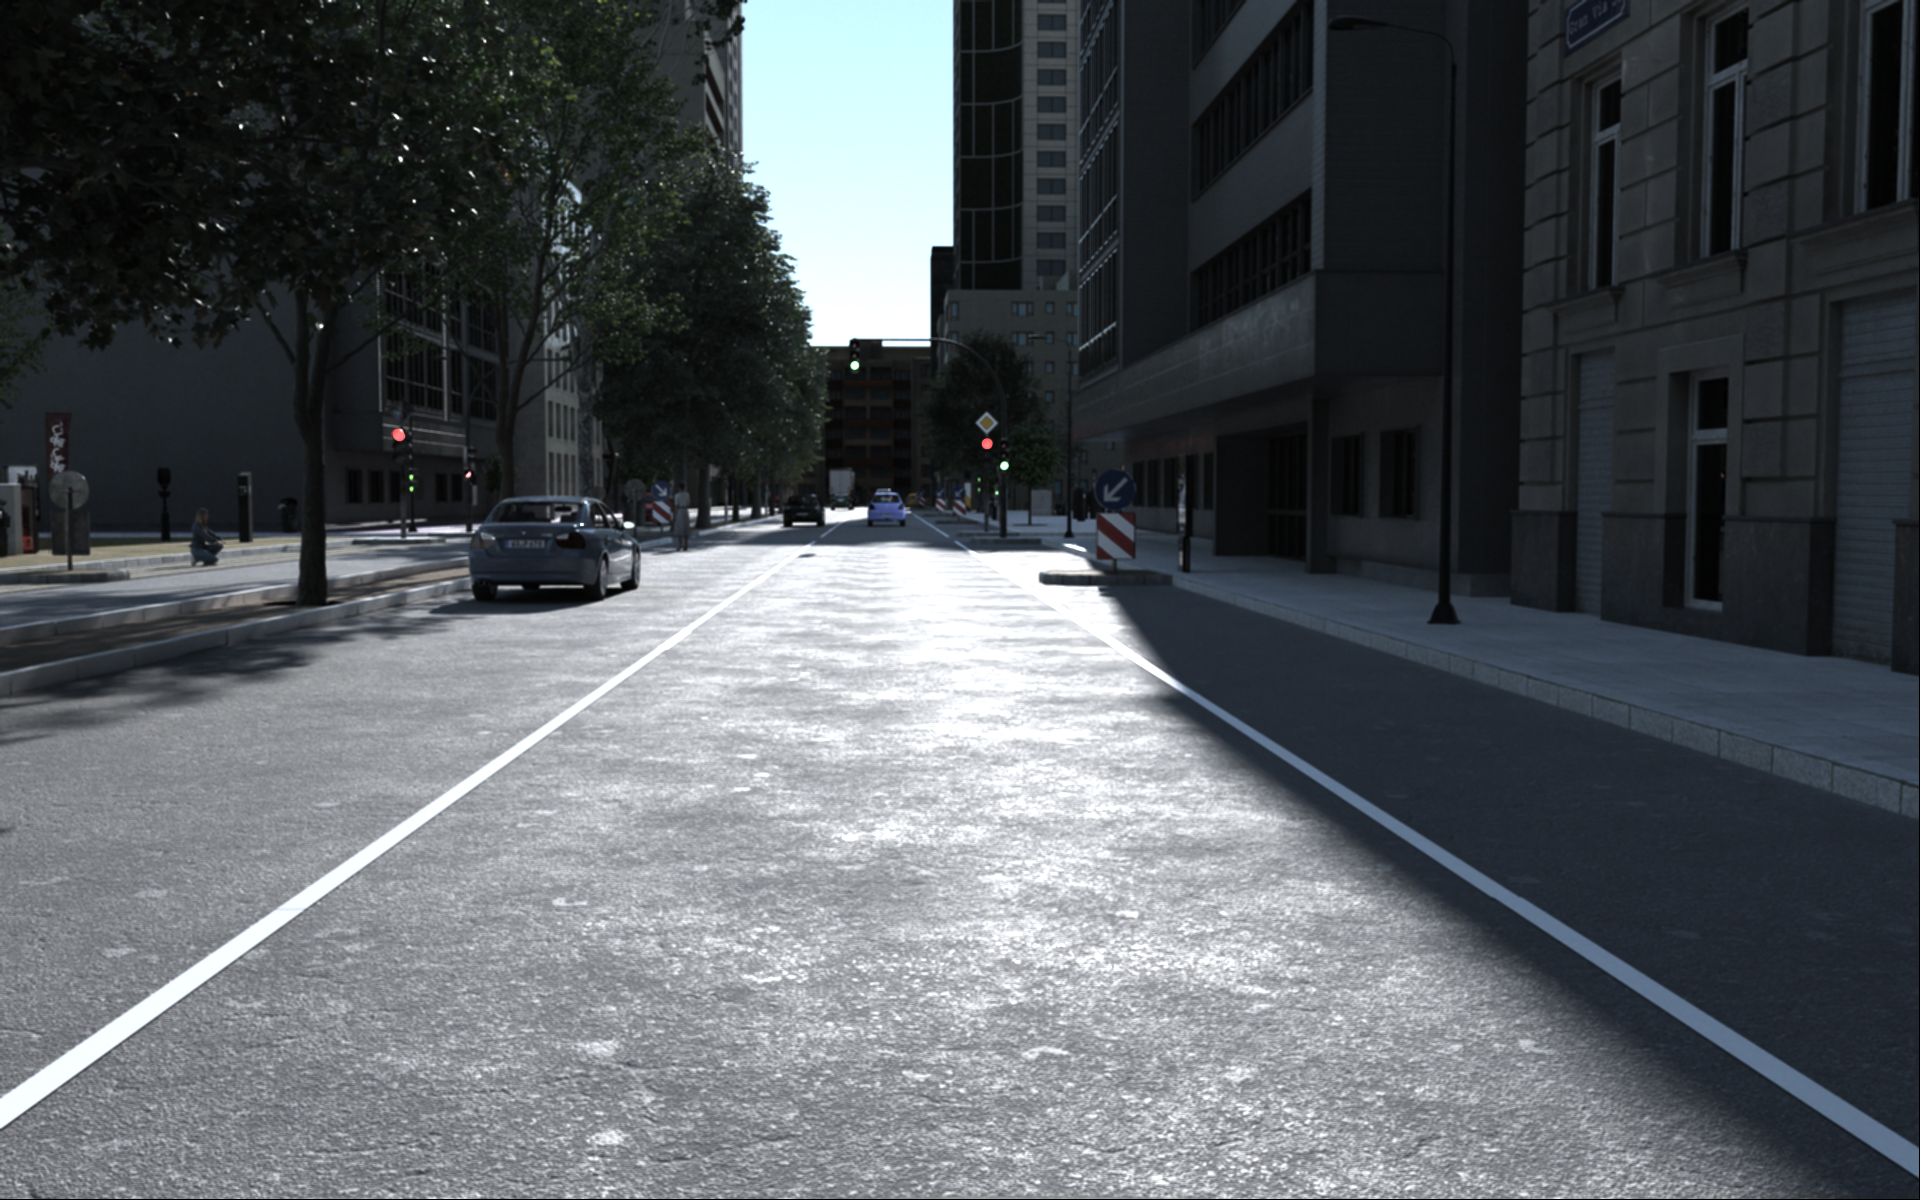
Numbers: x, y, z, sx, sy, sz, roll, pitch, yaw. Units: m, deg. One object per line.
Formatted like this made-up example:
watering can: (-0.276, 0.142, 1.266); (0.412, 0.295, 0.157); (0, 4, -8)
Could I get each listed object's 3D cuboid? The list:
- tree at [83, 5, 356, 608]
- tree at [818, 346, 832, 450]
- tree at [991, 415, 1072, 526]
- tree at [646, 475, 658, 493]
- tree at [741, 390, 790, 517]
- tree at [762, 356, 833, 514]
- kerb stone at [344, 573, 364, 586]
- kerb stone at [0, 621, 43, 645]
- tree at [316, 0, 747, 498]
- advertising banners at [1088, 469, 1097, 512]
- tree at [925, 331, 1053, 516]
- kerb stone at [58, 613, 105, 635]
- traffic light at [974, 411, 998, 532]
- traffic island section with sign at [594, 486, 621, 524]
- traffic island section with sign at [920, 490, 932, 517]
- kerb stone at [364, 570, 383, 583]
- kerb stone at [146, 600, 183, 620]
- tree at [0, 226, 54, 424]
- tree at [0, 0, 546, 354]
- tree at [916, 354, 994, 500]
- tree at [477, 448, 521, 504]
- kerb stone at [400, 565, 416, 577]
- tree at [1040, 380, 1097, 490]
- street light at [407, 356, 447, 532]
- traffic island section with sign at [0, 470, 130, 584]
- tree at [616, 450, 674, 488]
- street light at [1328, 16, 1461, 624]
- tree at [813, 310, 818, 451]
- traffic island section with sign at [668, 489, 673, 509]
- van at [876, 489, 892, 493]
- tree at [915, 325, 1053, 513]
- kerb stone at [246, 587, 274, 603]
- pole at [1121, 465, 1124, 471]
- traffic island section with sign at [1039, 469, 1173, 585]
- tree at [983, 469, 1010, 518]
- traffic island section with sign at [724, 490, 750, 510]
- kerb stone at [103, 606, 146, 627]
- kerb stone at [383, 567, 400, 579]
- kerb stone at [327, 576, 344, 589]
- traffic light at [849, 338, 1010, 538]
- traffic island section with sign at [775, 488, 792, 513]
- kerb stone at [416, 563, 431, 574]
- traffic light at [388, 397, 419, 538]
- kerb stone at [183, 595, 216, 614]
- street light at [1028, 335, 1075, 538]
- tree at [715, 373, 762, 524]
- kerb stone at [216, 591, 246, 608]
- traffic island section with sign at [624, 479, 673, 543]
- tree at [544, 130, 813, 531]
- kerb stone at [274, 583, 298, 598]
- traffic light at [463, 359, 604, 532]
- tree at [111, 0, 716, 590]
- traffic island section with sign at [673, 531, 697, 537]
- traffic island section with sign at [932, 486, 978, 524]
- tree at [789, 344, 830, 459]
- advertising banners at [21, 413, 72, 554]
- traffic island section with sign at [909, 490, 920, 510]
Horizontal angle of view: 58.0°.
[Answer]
tree: (-8.211, -5.724, 21.805); (9.928, 11.665, 9.643); (0, 3, 0)
tree: (-11.824, -11.674, 99.976); (9.857, 13.997, 8.962); (0, 3, 0)
tree: (2.930, -5.323, 70.748); (4.285, 4.588, 4.351); (0, 3, 0)
tree: (-21.982, -7.936, 124.355); (1.663, 3.219, 1.824); (0, 3, 0)
tree: (-12.070, -9.473, 107.699); (4.360, 8.622, 3.978); (0, 3, 0)
tree: (-12.885, -12.416, 123.579); (7.486, 12.596, 7.792); (0, 3, 0)
kerb stone: (-9.603, -0.300, 27.165); (0.120, 0.150, 1.000); (0, 4, -3)
kerb stone: (-9.152, 0.321, 16.943); (0.120, 0.150, 1.000); (0, 4, -3)
tree: (-10.526, -11.308, 43.234); (12.611, 20.169, 13.585); (0, 3, 0)
advertising banners: (9.066, -7.729, 122.551); (0.090, 3.025, 2.074); (-2, 4, -30)
tree: (1.525, -10.118, 99.838); (8.767, 10.594, 7.601); (2, 4, 31)
kerb stone: (-9.186, 0.263, 17.964); (0.120, 0.150, 1.000); (0, 4, -3)
traffic light: (0.887, -4.275, 58.823); (0.839, 4.253, 0.868); (0, 4, -3)
traffic island section with sign: (-17.273, -4.534, 82.755); (1.989, 1.847, 2.006); (0, 4, -3)
traffic island section with sign: (-1.385, -6.227, 110.441); (1.989, 1.847, 2.006); (0, 4, -3)
kerb stone: (-9.644, -0.367, 28.194); (0.120, 0.150, 1.000); (0, 4, -3)
kerb stone: (-9.278, 0.134, 20.014); (0.120, 0.150, 1.000); (0, 4, -3)
tree: (-25.657, -5.810, 45.363); (4.737, 8.622, 4.395); (0, 3, 0)
tree: (-8.141, -5.654, 11.915); (9.611, 12.733, 9.660); (0, 3, 0)
tree: (-0.150, -13.582, 140.186); (7.486, 12.596, 7.792); (0, 3, 0)
tree: (-19.080, -4.701, 71.460); (1.663, 3.219, 1.824); (0, 3, 0)
kerb stone: (-9.737, -0.492, 30.240); (0.120, 0.150, 1.000); (0, 4, -3)
tree: (7.035, -9.713, 109.168); (4.360, 8.622, 3.978); (0, 3, 0)
street light: (-17.931, -5.244, 58.288); (1.470, 5.913, 1.316); (0, 4, -3)
traffic island section with sign: (-14.831, -1.208, 28.377); (1.989, 1.847, 2.006); (0, 4, -3)
tree: (-23.009, -9.002, 130.896); (4.285, 4.588, 4.351); (0, 3, 0)
street light: (4.273, -2.721, 17.026); (1.470, 5.913, 1.316); (0, 4, -3)
tree: (-10.672, -9.936, 71.572); (9.857, 13.997, 8.962); (0, 3, 0)
traffic island section with sign: (-18.505, -6.202, 110.034); (1.989, 1.847, 2.006); (0, 4, -3)
van: (-6.590, -8.714, 149.488); (2.013, 2.044, 4.112); (0, 4, -3)
tree: (1.578, -12.286, 117.888); (9.611, 12.733, 9.660); (0, 3, 0)
kerb stone: (-9.415, -0.054, 23.076); (0.120, 0.150, 1.000); (0, 4, -3)
pole: (11.525, -7.907, 123.128); (0.158, 3.312, 0.155); (0, 3, 0)
traffic island section with sign: (2.312, -1.192, 28.120); (1.989, 1.847, 2.006); (0, 4, -3)
tree: (1.795, -6.035, 93.267); (1.663, 3.219, 1.824); (0, 3, 0)
traffic island section with sign: (-20.764, -9.267, 160.145); (1.989, 1.847, 2.006); (0, 4, -3)
kerb stone: (-9.234, 0.196, 18.993); (0.120, 0.150, 1.000); (0, 4, -3)
kerb stone: (-9.689, -0.429, 29.215); (0.120, 0.150, 1.000); (0, 4, -3)
kerb stone: (-9.548, -0.236, 26.140); (0.120, 0.150, 1.000); (0, 4, -3)
traffic light: (-0.840, -4.645, 50.611); (4.771, 5.953, 1.251); (0, 4, -3)
traffic island section with sign: (-13.322, -7.648, 133.174); (2.006, 1.907, 1.989); (0, 4, -3)
kerb stone: (-9.788, -0.554, 31.261); (0.120, 0.150, 1.000); (0, 4, -3)
traffic light: (-16.097, -3.739, 50.051); (0.839, 4.253, 0.868); (0, 4, -3)
kerb stone: (-9.320, 0.071, 21.035); (0.120, 0.150, 1.000); (0, 4, -3)
street light: (2.682, -4.792, 50.897); (1.470, 5.913, 1.316); (0, 4, -3)
tree: (-10.943, -7.838, 80.965); (4.737, 8.622, 4.395); (0, 3, 0)
kerb stone: (-9.371, 0.009, 22.055); (0.120, 0.150, 1.000); (0, 4, -3)
traffic island section with sign: (-9.608, -2.604, 50.711); (2.006, 1.907, 1.989); (0, 4, -3)
tree: (-10.070, -9.330, 61.651); (9.857, 13.997, 8.962); (0, 3, 0)
kerb stone: (-9.467, -0.116, 24.097); (0.120, 0.150, 1.000); (0, 4, -3)
traffic light: (-14.370, -5.106, 58.157); (4.771, 5.953, 1.251); (0, 4, -3)
tree: (-8.336, -6.337, 31.819); (9.928, 11.665, 9.643); (0, 3, 0)
traffic island section with sign: (-9.931, -3.057, 58.112); (2.006, 1.907, 1.989); (0, 4, -3)
traffic island section with sign: (-0.185, -4.580, 83.512); (1.989, 1.847, 2.006); (0, 4, -3)
tree: (-11.512, -9.852, 89.289); (9.928, 11.665, 9.643); (0, 3, 0)
advertising banners: (-20.125, -2.503, 37.107); (2.074, 3.025, 0.090); (-1, 4, -15)
traffic island section with sign: (-3.653, -9.294, 160.590); (1.989, 1.847, 2.006); (0, 4, -3)
